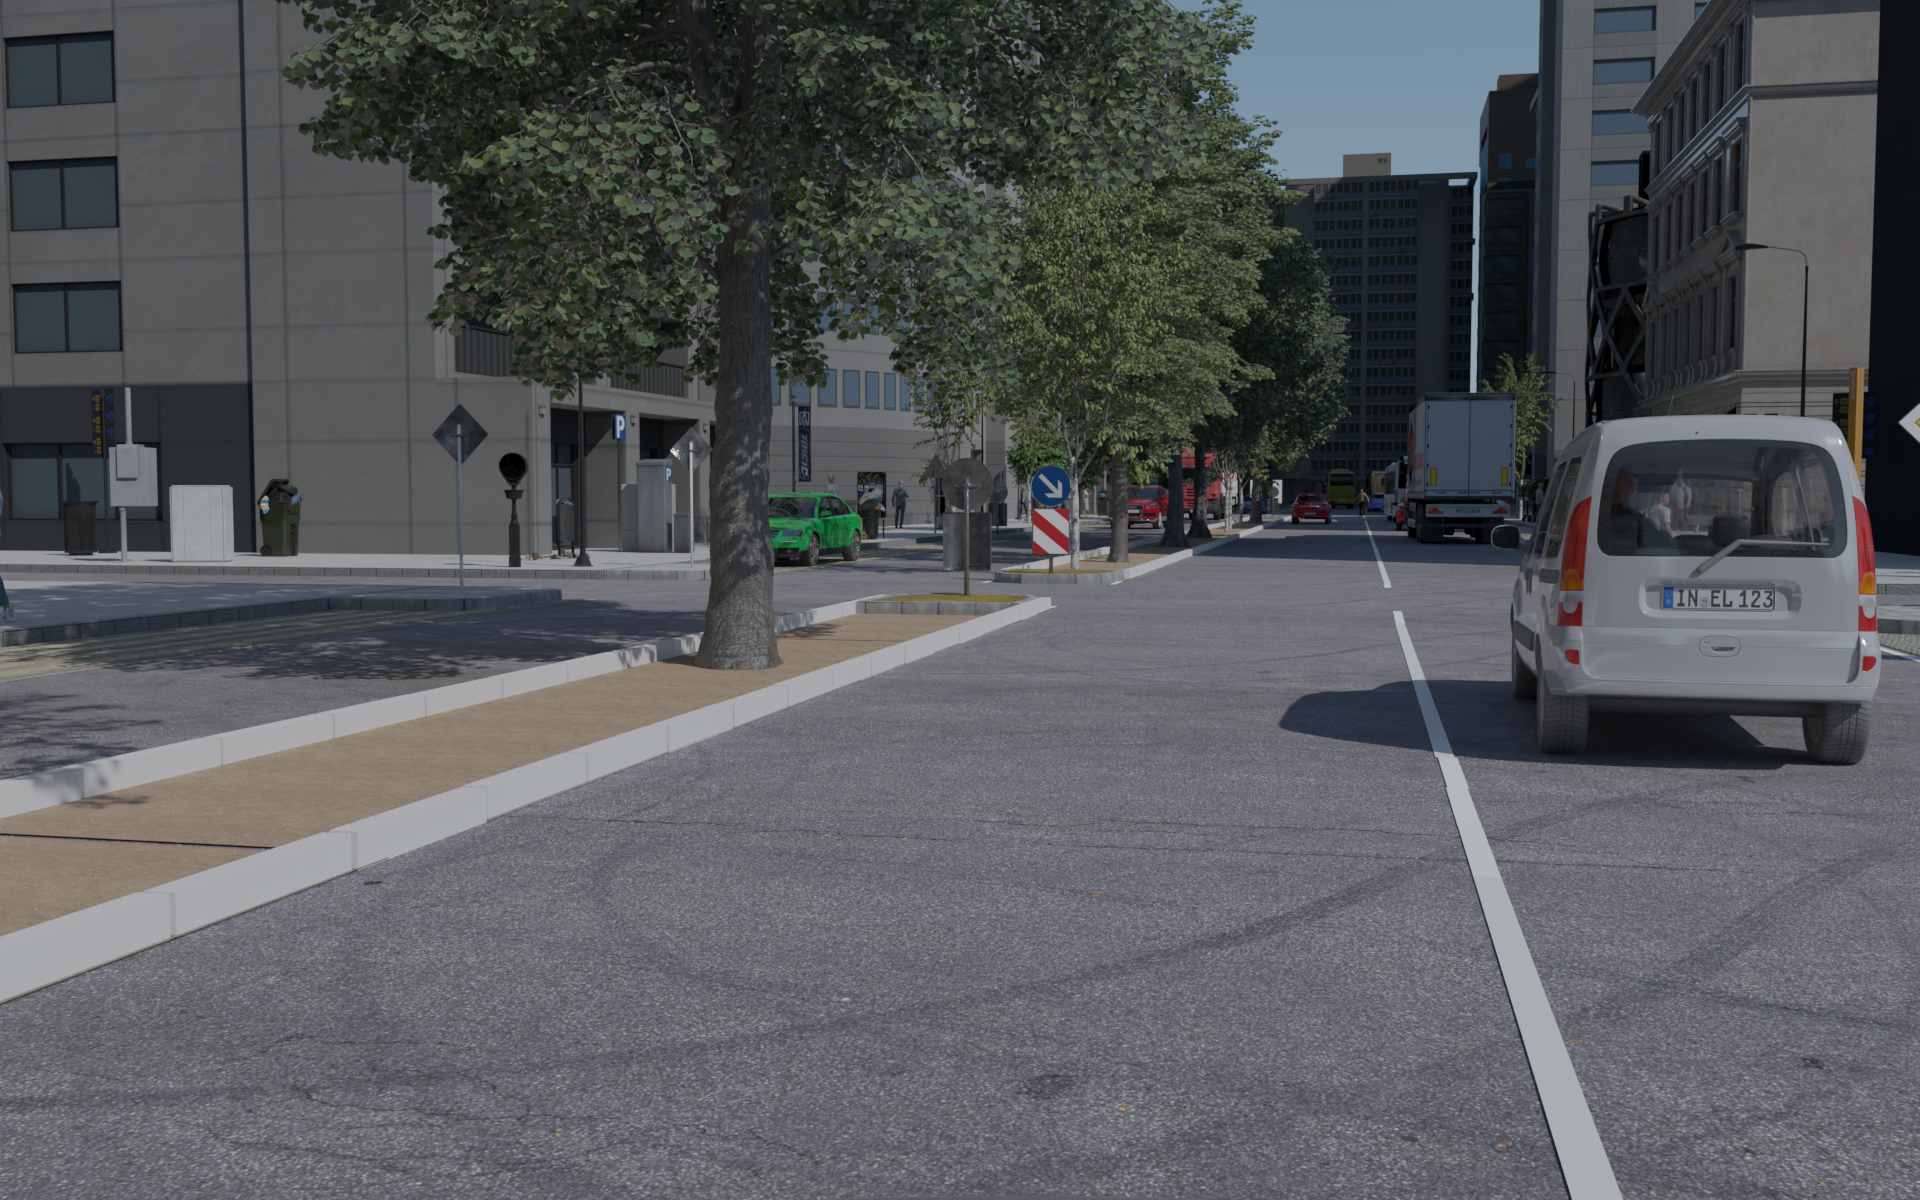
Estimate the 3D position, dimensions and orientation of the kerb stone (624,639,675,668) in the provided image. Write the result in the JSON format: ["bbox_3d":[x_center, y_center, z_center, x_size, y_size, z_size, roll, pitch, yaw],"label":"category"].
[{"bbox_3d":[-2.675,0.464,14.604,0.120,0.150,1.000,1,4,13],"label":"kerb stone"}]

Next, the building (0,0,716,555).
[{"bbox_3d":[-16.525,-37.188,46.282,20.563,71.187,20.611,1,4,13],"label":"building"}]

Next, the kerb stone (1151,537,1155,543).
[{"bbox_3d":[5.450,-1.707,50.098,0.120,0.150,1.000,1,4,13],"label":"kerb stone"}]

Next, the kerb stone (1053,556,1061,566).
[{"bbox_3d":[1.789,-0.728,34.098,0.120,0.150,1.000,1,4,13],"label":"kerb stone"}]

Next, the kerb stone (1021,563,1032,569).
[{"bbox_3d":[1.098,-0.544,31.095,0.120,0.150,1.000,1,4,13],"label":"kerb stone"}]

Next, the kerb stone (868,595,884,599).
[{"bbox_3d":[-1.079,0.037,21.585,0.120,0.150,1.000,1,4,13],"label":"kerb stone"}]

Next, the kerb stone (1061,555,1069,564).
[{"bbox_3d":[2.015,-0.789,35.102,0.120,0.150,1.000,1,4,13],"label":"kerb stone"}]

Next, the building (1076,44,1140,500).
[{"bbox_3d":[6.138,-29.518,132.729,14.600,45.320,14.200,1,4,13],"label":"building"}]

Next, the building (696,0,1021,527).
[{"bbox_3d":[-10.180,-32.808,78.406,21.231,58.520,28.212,1,4,13],"label":"building"}]

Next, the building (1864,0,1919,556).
[{"bbox_3d":[26.979,-12.322,31.148,15.834,23.373,12.332,1,4,13],"label":"building"}]

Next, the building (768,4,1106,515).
[{"bbox_3d":[-0.849,-41.428,115.601,20.563,71.187,20.611,1,4,13],"label":"building"}]

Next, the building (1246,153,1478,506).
[{"bbox_3d":[46.722,-31.093,200.257,23.993,40.220,32.217,1,4,13],"label":"building"}]

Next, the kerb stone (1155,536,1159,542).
[{"bbox_3d":[5.675,-1.768,51.095,0.120,0.150,1.000,1,4,13],"label":"kerb stone"}]

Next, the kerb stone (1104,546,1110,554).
[{"bbox_3d":[3.380,-1.156,41.095,0.120,0.150,1.000,1,4,13],"label":"kerb stone"}]

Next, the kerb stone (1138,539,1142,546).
[{"bbox_3d":[4.749,-1.523,47.088,0.120,0.150,1.000,1,4,13],"label":"kerb stone"}]

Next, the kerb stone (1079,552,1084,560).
[{"bbox_3d":[2.472,-0.911,37.098,0.120,0.150,1.000,1,4,13],"label":"kerb stone"}]

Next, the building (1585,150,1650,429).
[{"bbox_3d":[40.755,-13.516,88.443,16.820,18.784,16.811,1,4,13],"label":"building"}]

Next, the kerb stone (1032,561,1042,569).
[{"bbox_3d":[1.328,-0.606,32.096,0.120,0.150,1.000,1,4,13],"label":"kerb stone"}]

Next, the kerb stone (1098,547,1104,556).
[{"bbox_3d":[3.155,-1.088,40.096,0.120,0.150,1.000,1,4,13],"label":"kerb stone"}]

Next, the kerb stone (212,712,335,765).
[{"bbox_3d":[-3.821,0.770,9.605,0.120,0.150,1.000,1,4,13],"label":"kerb stone"}]

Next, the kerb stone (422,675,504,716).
[{"bbox_3d":[-3.366,0.650,11.604,0.120,0.150,1.000,1,4,13],"label":"kerb stone"}]

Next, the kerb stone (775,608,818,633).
[{"bbox_3d":[-1.760,0.225,18.596,0.120,0.150,1.000,1,4,13],"label":"kerb stone"}]

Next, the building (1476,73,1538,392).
[{"bbox_3d":[63.702,-32.848,187.177,14.200,45.320,14.600,1,4,13],"label":"building"}]

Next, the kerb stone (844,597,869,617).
[{"bbox_3d":[-1.305,0.101,20.588,0.120,0.150,1.000,1,4,13],"label":"kerb stone"}]

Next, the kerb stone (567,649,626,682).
[{"bbox_3d":[-2.908,0.526,13.596,0.120,0.150,1.000,1,4,13],"label":"kerb stone"}]

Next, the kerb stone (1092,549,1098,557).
[{"bbox_3d":[2.927,-1.030,39.099,0.120,0.150,1.000,1,4,13],"label":"kerb stone"}]

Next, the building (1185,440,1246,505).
[{"bbox_3d":[22.765,-31.417,205.548,23.993,40.220,32.217,1,4,13],"label":"building"}]

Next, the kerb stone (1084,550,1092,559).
[{"bbox_3d":[2.709,-0.973,38.100,0.120,0.150,1.000,1,4,13],"label":"kerb stone"}]

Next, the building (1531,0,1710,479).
[{"bbox_3d":[49.554,-35.063,115.279,21.231,58.520,28.212,1,4,13],"label":"building"}]

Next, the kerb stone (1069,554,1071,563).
[{"bbox_3d":[2.242,-0.850,36.098,0.120,0.150,1.000,1,4,13],"label":"kerb stone"}]

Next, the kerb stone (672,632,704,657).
[{"bbox_3d":[-2.451,0.405,15.606,0.120,0.150,1.000,1,4,13],"label":"kerb stone"}]

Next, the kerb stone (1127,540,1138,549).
[{"bbox_3d":[4.535,-1.461,46.088,0.120,0.150,1.000,1,4,13],"label":"kerb stone"}]

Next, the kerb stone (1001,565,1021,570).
[{"bbox_3d":[0.869,-0.483,30.091,0.120,0.150,1.000,1,4,13],"label":"kerb stone"}]

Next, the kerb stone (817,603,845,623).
[{"bbox_3d":[-1.535,0.164,19.593,0.120,0.150,1.000,1,4,13],"label":"kerb stone"}]

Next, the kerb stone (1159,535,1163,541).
[{"bbox_3d":[5.905,-1.827,52.096,0.120,0.150,1.000,1,4,13],"label":"kerb stone"}]

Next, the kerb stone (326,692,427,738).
[{"bbox_3d":[-3.592,0.709,10.601,0.120,0.150,1.000,1,4,13],"label":"kerb stone"}]

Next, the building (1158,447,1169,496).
[{"bbox_3d":[14.605,-24.419,170.950,14.107,30.474,14.160,1,4,13],"label":"building"}]

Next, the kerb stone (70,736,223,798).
[{"bbox_3d":[-4.046,0.831,8.605,0.120,0.150,1.000,1,4,13],"label":"kerb stone"}]

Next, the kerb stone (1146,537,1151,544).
[{"bbox_3d":[5.219,-1.643,49.090,0.120,0.150,1.000,1,4,13],"label":"kerb stone"}]

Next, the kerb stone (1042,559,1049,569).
[{"bbox_3d":[1.561,-0.667,33.096,0.120,0.150,1.000,1,4,13],"label":"kerb stone"}]

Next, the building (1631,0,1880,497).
[{"bbox_3d":[32.777,-13.996,64.984,11.583,22.565,21.152,1,4,13],"label":"building"}]

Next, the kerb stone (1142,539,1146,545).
[{"bbox_3d":[4.988,-1.583,48.082,0.120,0.150,1.000,1,4,13],"label":"kerb stone"}]

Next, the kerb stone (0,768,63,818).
[{"bbox_3d":[-4.269,0.893,7.602,0.120,0.150,1.000,1,4,13],"label":"kerb stone"}]

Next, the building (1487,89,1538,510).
[{"bbox_3d":[59.897,-27.420,140.204,32.217,40.220,23.993,1,4,13],"label":"building"}]

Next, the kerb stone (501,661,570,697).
[{"bbox_3d":[-3.136,0.587,12.600,0.120,0.150,1.000,1,4,13],"label":"kerb stone"}]

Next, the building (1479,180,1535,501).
[{"bbox_3d":[55.467,-23.811,161.016,14.160,30.474,14.107,1,4,13],"label":"building"}]

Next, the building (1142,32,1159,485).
[{"bbox_3d":[9.241,-28.374,147.511,14.154,41.232,14.086,1,4,13],"label":"building"}]
